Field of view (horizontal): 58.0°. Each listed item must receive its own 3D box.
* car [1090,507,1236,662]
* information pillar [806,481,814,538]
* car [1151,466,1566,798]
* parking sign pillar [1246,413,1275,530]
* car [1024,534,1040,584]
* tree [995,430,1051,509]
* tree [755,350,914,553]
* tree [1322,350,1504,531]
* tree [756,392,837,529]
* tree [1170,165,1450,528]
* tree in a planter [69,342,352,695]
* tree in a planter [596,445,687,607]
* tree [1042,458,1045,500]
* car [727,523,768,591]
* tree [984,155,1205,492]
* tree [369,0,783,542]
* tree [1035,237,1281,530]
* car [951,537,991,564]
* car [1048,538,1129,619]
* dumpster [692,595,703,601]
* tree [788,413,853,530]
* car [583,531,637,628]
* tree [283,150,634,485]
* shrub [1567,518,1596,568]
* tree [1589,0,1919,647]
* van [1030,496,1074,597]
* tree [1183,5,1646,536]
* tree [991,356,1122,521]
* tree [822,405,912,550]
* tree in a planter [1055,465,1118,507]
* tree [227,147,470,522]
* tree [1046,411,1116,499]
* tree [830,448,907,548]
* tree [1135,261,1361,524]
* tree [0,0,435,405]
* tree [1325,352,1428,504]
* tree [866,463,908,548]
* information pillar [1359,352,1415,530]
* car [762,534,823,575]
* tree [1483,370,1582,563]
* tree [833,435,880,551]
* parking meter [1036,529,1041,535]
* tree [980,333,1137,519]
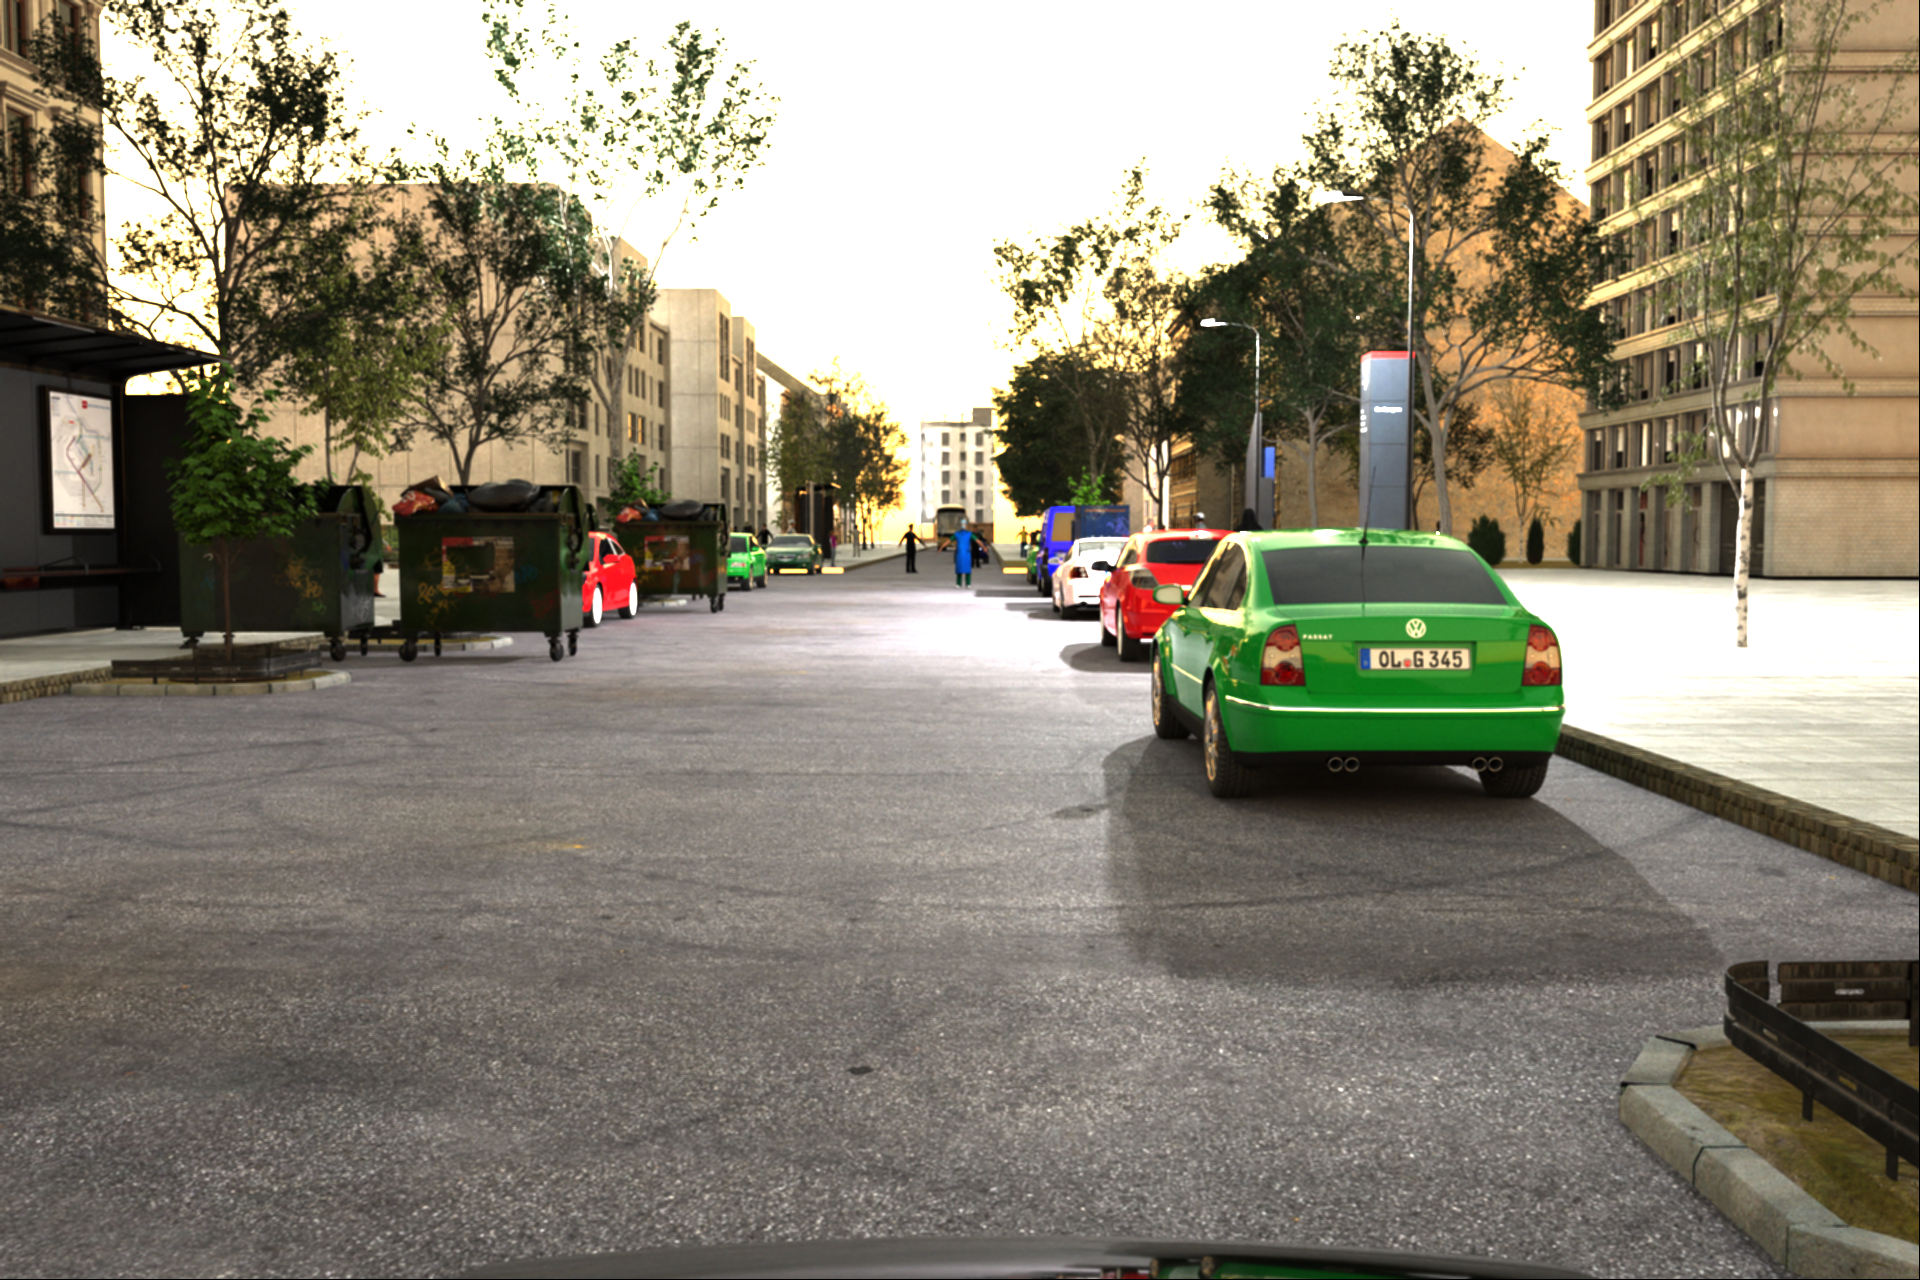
[{"bbox_3d":[2.686,-0.727,20.928,2.155,1.783,4.494,0,4,0],"label":"car"},{"bbox_3d":[-6.672,-5.250,77.158,0.184,3.620,1.656,0,4,1],"label":"information pillar"},{"bbox_3d":[2.247,-0.121,10.770,1.959,1.807,4.718,0,3,0],"label":"car"},{"bbox_3d":[6.777,-3.105,39.245,1.447,3.967,1.447,0,4,1],"label":"parking sign pillar"},{"bbox_3d":[2.879,-2.564,50.724,1.959,1.807,4.718,0,4,0],"label":"car"},{"bbox_3d":[8.394,-15.808,168.836,12.009,13.543,11.850,0,3,0],"label":"tree"},{"bbox_3d":[-8.632,-12.604,116.453,12.009,13.543,11.850,0,3,0],"label":"tree"},{"bbox_3d":[22.034,-9.117,83.475,8.767,10.594,7.601,0,4,-7],"label":"tree"},{"bbox_3d":[-8.819,-8.590,90.802,4.737,8.622,4.395,0,3,0],"label":"tree"},{"bbox_3d":[8.847,-6.720,44.286,7.601,10.594,8.767,1,4,12],"label":"tree"},{"bbox_3d":[-6.919,-1.166,16.281,1.991,3.239,1.994,0,4,2],"label":"tree in a planter"},{"bbox_3d":[-6.610,-2.310,34.987,1.991,3.239,1.994,0,4,1],"label":"tree in a planter"},{"bbox_3d":[8.022,-13.373,153.065,8.767,10.594,7.601,0,4,-6],"label":"tree"},{"bbox_3d":[-6.092,-2.213,44.971,1.959,1.807,4.718,0,4,1],"label":"car"},{"bbox_3d":[7.124,-14.229,88.526,12.611,20.169,13.585,0,3,0],"label":"tree"},{"bbox_3d":[-13.395,-12.461,59.626,12.611,20.169,13.585,0,3,0],"label":"tree"},{"bbox_3d":[8.353,-9.932,72.750,12.009,13.543,11.850,0,3,0],"label":"tree"},{"bbox_3d":[0.550,-4.458,85.475,1.945,1.354,3.894,0,3,0],"label":"car"},{"bbox_3d":[2.619,-1.107,30.469,2.083,1.381,4.827,0,4,0],"label":"car"},{"bbox_3d":[-6.431,-1.807,37.763,1.865,1.857,1.264,0,4,1],"label":"dumpster"},{"bbox_3d":[-8.130,-9.439,104.694,4.360,8.622,3.978,0,3,0],"label":"tree"},{"bbox_3d":[-6.416,-1.150,27.836,2.155,1.783,4.494,0,4,1],"label":"car"},{"bbox_3d":[-12.486,-6.635,42.898,8.767,10.594,7.601,-1,4,-16],"label":"tree"},{"bbox_3d":[23.659,-3.741,65.205,1.661,2.075,1.752,0,3,0],"label":"shrub"},{"bbox_3d":[8.667,-4.217,19.305,4.360,8.622,3.978,0,3,0],"label":"tree"},{"bbox_3d":[2.827,-2.247,41.119,2.240,2.365,5.245,0,4,0],"label":"van"},{"bbox_3d":[8.454,-5.879,30.538,8.767,10.594,7.601,-3,4,-37],"label":"tree"},{"bbox_3d":[6.768,-13.151,121.668,9.857,13.997,8.962,0,3,0],"label":"tree"},{"bbox_3d":[-7.605,-13.040,138.958,9.928,11.665,9.643,0,3,0],"label":"tree"},{"bbox_3d":[3.265,-2.916,44.894,1.991,3.239,1.994,0,4,1],"label":"tree in a planter"},{"bbox_3d":[-12.069,-5.112,33.941,4.737,8.622,4.395,0,3,0],"label":"tree"},{"bbox_3d":[6.721,-9.262,101.797,4.360,8.622,3.978,0,3,0],"label":"tree"},{"bbox_3d":[-8.107,-13.456,154.419,7.601,10.594,8.767,1,4,17],"label":"tree"},{"bbox_3d":[9.401,-7.441,56.079,7.601,10.594,8.767,-3,5,-41],"label":"tree"},{"bbox_3d":[-12.158,-5.670,27.113,8.767,10.594,7.601,0,4,3],"label":"tree"},{"bbox_3d":[16.740,-7.358,70.662,4.737,8.622,4.395,0,3,0],"label":"tree"},{"bbox_3d":[-7.256,-12.950,162.100,4.737,8.622,4.395,0,3,0],"label":"tree"},{"bbox_3d":[6.141,-2.177,24.973,0.750,3.857,0.750,0,4,1],"label":"information pillar"},{"bbox_3d":[-5.974,-3.075,62.068,2.131,1.459,4.920,0,4,1],"label":"car"},{"bbox_3d":[24.558,-7.673,75.823,4.360,8.622,3.978,0,3,0],"label":"tree"},{"bbox_3d":[-7.854,-10.890,128.411,4.737,8.622,4.395,0,3,0],"label":"tree"},{"bbox_3d":[3.846,-4.618,83.909,0.372,1.533,0.369,0,3,0],"label":"parking meter"},{"bbox_3d":[6.447,-12.420,109.728,9.857,13.997,8.962,0,3,0],"label":"tree"}]
